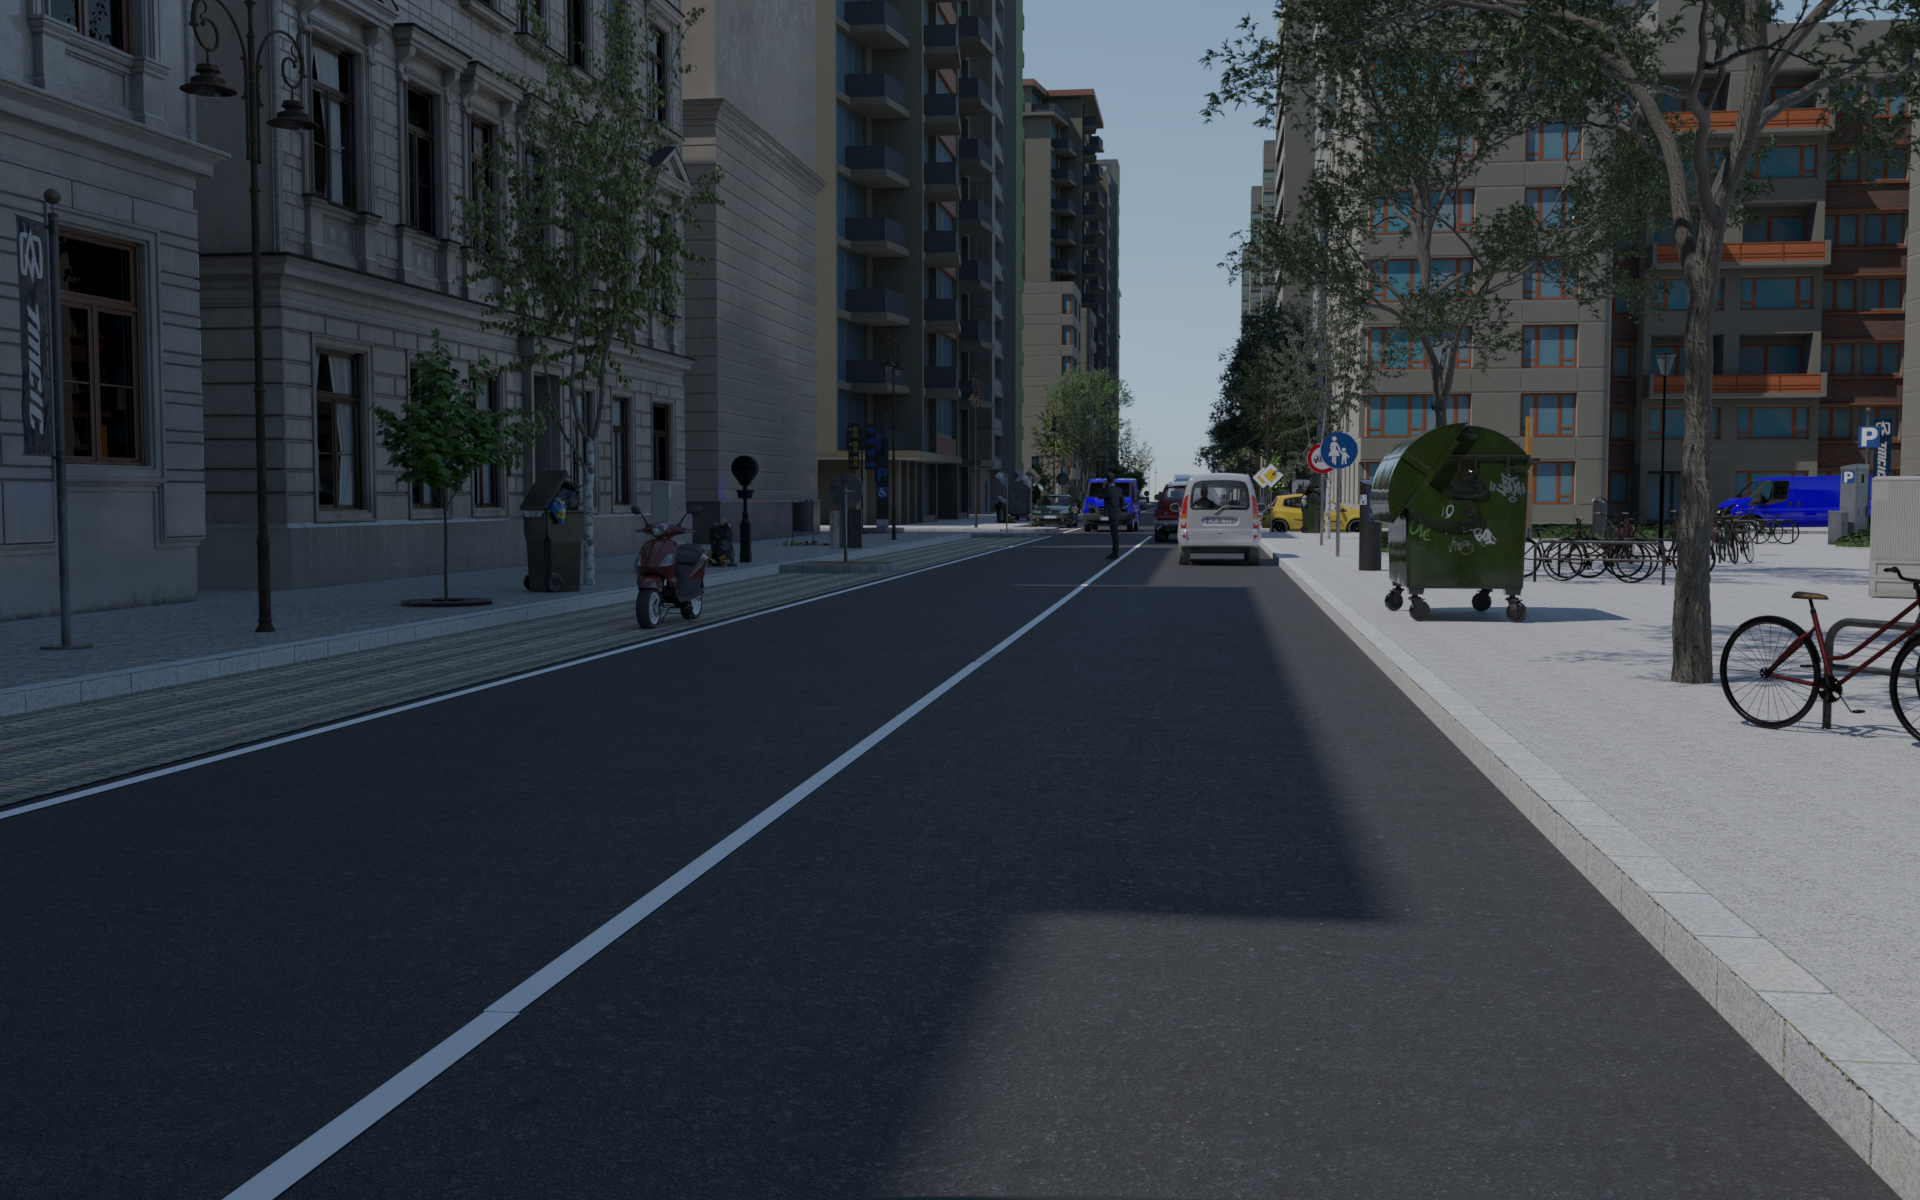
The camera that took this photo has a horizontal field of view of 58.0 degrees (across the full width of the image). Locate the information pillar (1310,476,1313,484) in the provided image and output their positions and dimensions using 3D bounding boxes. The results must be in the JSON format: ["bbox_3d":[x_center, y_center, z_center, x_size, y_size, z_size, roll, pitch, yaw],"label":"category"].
[{"bbox_3d":[17.440,-5.785,85.937,0.183,3.616,0.504,1,4,17],"label":"information pillar"}]

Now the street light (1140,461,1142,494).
[{"bbox_3d":[23.411,-15.382,224.287,0.468,5.910,1.993,1,4,8],"label":"street light"}]

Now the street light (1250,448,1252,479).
[{"bbox_3d":[17.745,-8.133,105.756,0.468,5.910,1.993,1,4,8],"label":"street light"}]

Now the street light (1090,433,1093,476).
[{"bbox_3d":[9.835,-9.577,129.378,0.468,5.910,1.993,1,4,8],"label":"street light"}]

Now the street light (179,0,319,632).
[{"bbox_3d":[-6.482,-2.642,15.983,0.468,5.910,1.993,1,4,8],"label":"street light"}]

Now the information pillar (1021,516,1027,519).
[{"bbox_3d":[3.363,-5.288,90.954,0.304,2.012,0.304,1,4,14],"label":"information pillar"}]

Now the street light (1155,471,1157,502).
[{"bbox_3d":[32.567,-19.290,288.184,0.468,5.910,1.993,1,4,8],"label":"street light"}]

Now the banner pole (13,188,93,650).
[{"bbox_3d":[-7.426,-1.471,14.071,0.401,3.779,0.863,0,4,-3],"label":"banner pole"}]

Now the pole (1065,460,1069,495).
[{"bbox_3d":[6.392,-6.707,103.507,0.158,3.312,0.155,0,3,0],"label":"pole"}]

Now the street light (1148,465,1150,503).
[{"bbox_3d":[28.027,-17.352,256.487,0.468,5.910,1.993,1,4,8],"label":"street light"}]

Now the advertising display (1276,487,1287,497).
[{"bbox_3d":[17.078,-5.302,91.908,0.123,1.923,0.974,3,5,41],"label":"advertising display"}]

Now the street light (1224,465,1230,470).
[{"bbox_3d":[35.903,-15.911,232.926,0.468,5.910,1.993,1,4,8],"label":"street light"}]

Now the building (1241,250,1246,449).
[{"bbox_3d":[53.695,-36.961,287.900,14.154,41.232,14.086,1,4,8],"label":"building"}]

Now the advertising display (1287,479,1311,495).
[{"bbox_3d":[14.404,-4.166,73.332,0.974,1.923,0.123,-1,4,-23],"label":"advertising display"}]

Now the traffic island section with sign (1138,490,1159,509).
[{"bbox_3d":[20.623,-11.134,190.675,1.989,1.847,2.006,1,4,8],"label":"traffic island section with sign"}]

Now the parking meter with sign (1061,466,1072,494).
[{"bbox_3d":[6.487,-6.646,104.926,0.543,3.016,1.738,0,4,-3],"label":"parking meter with sign"}]

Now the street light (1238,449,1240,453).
[{"bbox_3d":[23.841,-10.779,149.030,0.468,5.910,1.993,1,4,8],"label":"street light"}]

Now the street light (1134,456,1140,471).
[{"bbox_3d":[20.806,-14.250,205.777,0.468,5.910,1.993,1,4,8],"label":"street light"}]

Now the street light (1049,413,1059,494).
[{"bbox_3d":[5.296,-7.639,97.681,0.468,5.910,1.993,1,4,8],"label":"street light"}]

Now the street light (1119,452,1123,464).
[{"bbox_3d":[16.243,-12.312,174.083,0.468,5.910,1.993,1,4,8],"label":"street light"}]

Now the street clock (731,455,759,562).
[{"bbox_3d":[-4.031,-1.708,32.502,0.471,2.002,0.358,0,4,8],"label":"street clock"}]

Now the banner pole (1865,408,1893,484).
[{"bbox_3d":[26.476,-3.674,50.090,0.863,3.779,0.401,2,4,31],"label":"banner pole"}]

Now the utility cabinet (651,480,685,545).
[{"bbox_3d":[-4.804,-1.220,28.620,0.318,1.500,1.173,0,4,4],"label":"utility cabinet"}]

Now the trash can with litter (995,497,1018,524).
[{"bbox_3d":[2.053,-3.938,75.779,1.055,1.170,0.624,3,4,37],"label":"trash can with litter"}]

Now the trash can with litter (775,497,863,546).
[{"bbox_3d":[-3.527,-1.969,43.249,2.233,1.210,1.678,-1,4,-9],"label":"trash can with litter"}]

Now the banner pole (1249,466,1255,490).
[{"bbox_3d":[21.265,-8.321,126.065,0.863,3.779,0.401,1,4,9],"label":"banner pole"}]

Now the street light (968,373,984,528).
[{"bbox_3d":[0.616,-5.701,66.004,0.468,5.910,1.993,1,4,8],"label":"street light"}]

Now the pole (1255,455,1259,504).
[{"bbox_3d":[15.455,-5.889,90.135,0.158,3.312,0.155,0,3,0],"label":"pole"}]

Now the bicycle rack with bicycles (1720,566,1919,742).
[{"bbox_3d":[5.842,0.281,8.796,2.852,0.926,2.925,-1,4,-23],"label":"bicycle rack with bicycles"}]

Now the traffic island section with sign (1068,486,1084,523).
[{"bbox_3d":[5.834,-4.830,87.590,1.989,1.847,2.006,1,4,8],"label":"traffic island section with sign"}]

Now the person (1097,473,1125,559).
[{"bbox_3d":[3.328,-1.863,38.327,0.474,1.900,0.648,2,4,28],"label":"person"}]

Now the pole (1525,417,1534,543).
[{"bbox_3d":[14.992,-3.170,45.680,0.158,3.312,0.155,0,3,0],"label":"pole"}]

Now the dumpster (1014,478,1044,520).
[{"bbox_3d":[3.266,-4.994,84.142,1.502,2.255,1.985,1,4,8],"label":"dumpster"}]

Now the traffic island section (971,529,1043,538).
[{"bbox_3d":[1.538,-2.166,57.693,2.009,0.180,2.903,1,4,8],"label":"traffic island section"}]

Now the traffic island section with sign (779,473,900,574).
[{"bbox_3d":[-2.161,-1.428,31.983,1.989,1.847,2.006,1,4,8],"label":"traffic island section with sign"}]

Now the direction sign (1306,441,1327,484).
[{"bbox_3d":[15.205,-5.009,73.894,0.876,3.537,0.379,0,4,2],"label":"direction sign"}]

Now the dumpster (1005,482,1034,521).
[{"bbox_3d":[2.808,-4.663,81.994,1.264,1.857,1.865,1,4,8],"label":"dumpster"}]

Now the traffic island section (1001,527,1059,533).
[{"bbox_3d":[2.672,-2.649,65.597,2.009,0.180,2.903,1,4,8],"label":"traffic island section"}]

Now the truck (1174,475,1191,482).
[{"bbox_3d":[31.438,-15.552,244.031,2.967,4.110,18.799,0,4,8],"label":"truck"}]

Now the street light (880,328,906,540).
[{"bbox_3d":[-1.857,-4.631,48.504,0.468,5.910,1.993,1,4,8],"label":"street light"}]

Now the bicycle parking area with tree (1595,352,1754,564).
[{"bbox_3d":[16.786,-2.898,34.389,8.231,4.147,9.016,2,4,33],"label":"bicycle parking area with tree"}]

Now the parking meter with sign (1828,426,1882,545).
[{"bbox_3d":[22.727,-2.924,44.067,1.738,3.016,0.543,-3,4,-38],"label":"parking meter with sign"}]

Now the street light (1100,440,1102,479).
[{"bbox_3d":[11.572,-10.374,142.405,0.468,5.910,1.993,1,4,8],"label":"street light"}]

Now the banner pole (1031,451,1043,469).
[{"bbox_3d":[4.548,-6.774,100.766,0.863,3.779,0.401,0,4,8],"label":"banner pole"}]

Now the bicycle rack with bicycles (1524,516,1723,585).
[{"bbox_3d":[9.513,-0.757,25.757,2.925,0.926,2.852,2,4,31],"label":"bicycle rack with bicycles"}]

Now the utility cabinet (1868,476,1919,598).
[{"bbox_3d":[11.782,-0.761,21.129,1.173,1.500,0.318,2,4,35],"label":"utility cabinet"}]

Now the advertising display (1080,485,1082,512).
[{"bbox_3d":[8.995,-7.488,127.646,0.123,1.923,0.974,1,4,11],"label":"advertising display"}]

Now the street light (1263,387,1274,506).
[{"bbox_3d":[13.151,-6.194,74.067,0.468,5.910,1.993,1,4,8],"label":"street light"}]

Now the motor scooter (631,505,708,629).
[{"bbox_3d":[-3.173,-0.385,19.064,0.815,1.314,1.986,1,4,9],"label":"motor scooter"}]

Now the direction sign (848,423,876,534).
[{"bbox_3d":[-3.133,-3.878,55.407,0.876,3.537,0.379,0,4,-8],"label":"direction sign"}]

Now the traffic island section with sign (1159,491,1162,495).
[{"bbox_3d":[28.586,-14.529,246.178,1.989,1.847,2.006,1,4,8],"label":"traffic island section with sign"}]

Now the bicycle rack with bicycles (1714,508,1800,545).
[{"bbox_3d":[20.447,-1.937,45.058,2.852,0.926,2.925,-2,4,-35],"label":"bicycle rack with bicycles"}]

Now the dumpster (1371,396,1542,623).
[{"bbox_3d":[5.142,-0.953,18.079,1.502,2.255,1.985,1,4,8],"label":"dumpster"}]

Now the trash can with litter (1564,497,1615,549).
[{"bbox_3d":[14.917,-1.847,41.251,2.233,1.210,1.678,-3,4,-38],"label":"trash can with litter"}]
